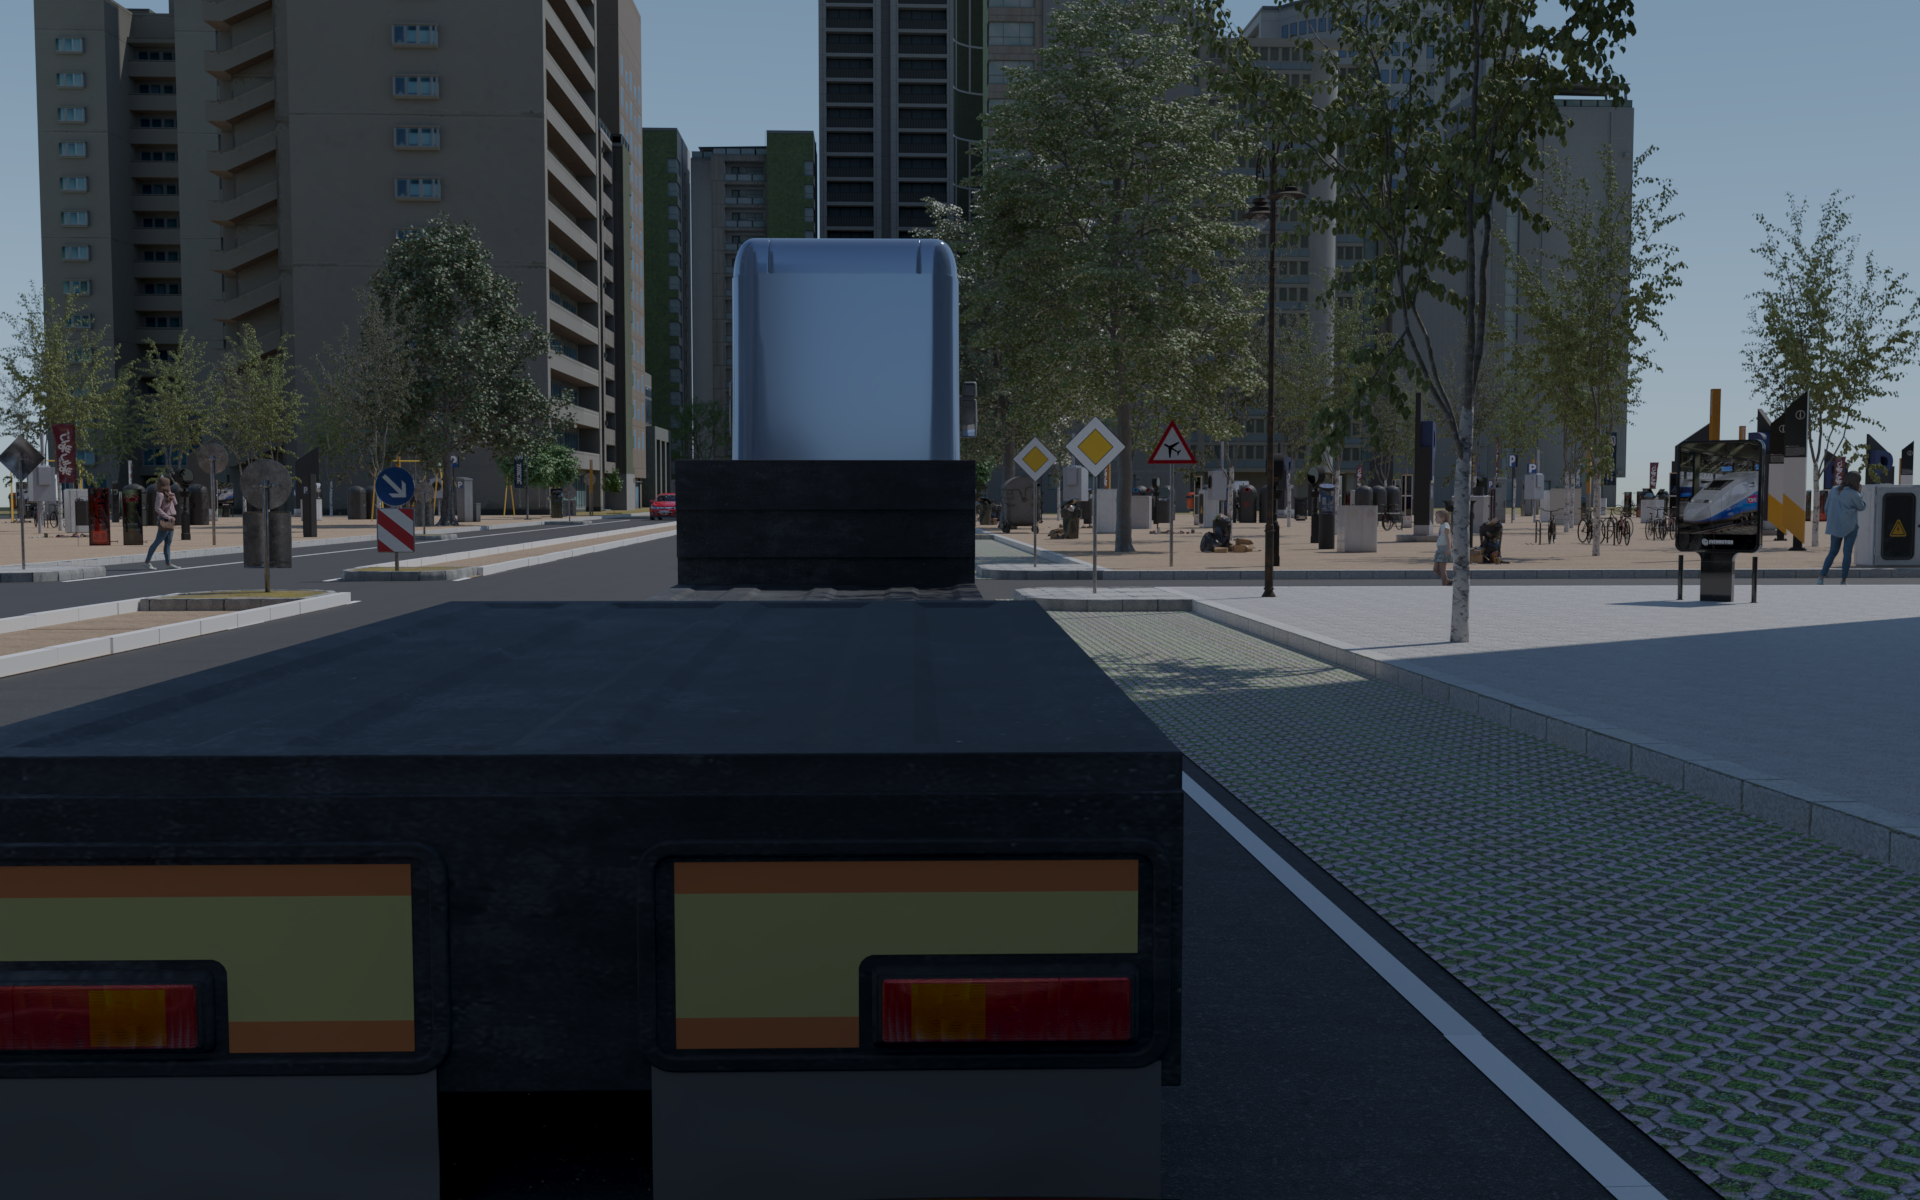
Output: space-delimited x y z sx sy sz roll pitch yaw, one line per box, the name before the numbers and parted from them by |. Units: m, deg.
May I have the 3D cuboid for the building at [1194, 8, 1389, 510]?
building | 16.011 -27.579 142.791 32.217 40.220 23.993 0 4 -3

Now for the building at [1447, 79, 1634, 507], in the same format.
building | 57.853 -30.035 174.660 14.086 41.232 14.154 0 4 -3

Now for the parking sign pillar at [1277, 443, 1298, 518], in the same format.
parking sign pillar | 17.261 -6.310 91.647 1.447 3.967 1.447 2 4 34

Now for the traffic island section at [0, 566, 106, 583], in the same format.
traffic island section | -15.933 -0.437 29.433 2.009 0.180 2.903 0 4 -3

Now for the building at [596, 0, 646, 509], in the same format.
building | -34.636 -30.357 146.455 14.600 45.320 14.200 0 4 -3

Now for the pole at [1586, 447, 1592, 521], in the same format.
pole | 26.472 -4.836 72.912 0.158 3.312 0.155 0 3 0

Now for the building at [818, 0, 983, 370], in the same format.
building | -5.741 -46.617 200.433 20.611 71.187 20.563 0 4 -3

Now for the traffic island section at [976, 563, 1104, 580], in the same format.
traffic island section | 1.334 -0.493 30.343 2.009 0.180 2.903 0 4 -3

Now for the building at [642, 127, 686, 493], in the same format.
building | -37.978 -31.351 196.188 14.086 41.232 14.154 0 4 -3

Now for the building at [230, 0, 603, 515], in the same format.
building | -36.104 -29.965 113.636 21.300 48.544 21.600 0 4 -3

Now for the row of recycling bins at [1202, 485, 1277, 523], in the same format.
row of recycling bins | 12.358 -4.289 77.235 3.534 1.692 1.069 0 4 8

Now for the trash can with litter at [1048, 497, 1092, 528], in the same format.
trash can with litter | 4.390 -3.313 65.224 2.233 1.210 1.678 2 4 35

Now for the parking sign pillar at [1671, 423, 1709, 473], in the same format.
parking sign pillar | 27.676 -4.719 65.630 1.447 3.967 1.447 0 4 -1

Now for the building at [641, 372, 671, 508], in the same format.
building | -44.389 -51.976 162.472 31.000 86.520 22.319 0 4 -3

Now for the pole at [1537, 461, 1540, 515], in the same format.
pole | 35.503 -6.891 106.507 0.158 3.312 0.155 0 3 0

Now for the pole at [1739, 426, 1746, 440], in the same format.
pole | 23.339 -3.542 51.754 0.158 3.312 0.155 0 3 0

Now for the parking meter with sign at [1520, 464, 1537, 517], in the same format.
parking meter with sign | 32.688 -6.327 99.705 0.543 3.016 1.738 0 4 3

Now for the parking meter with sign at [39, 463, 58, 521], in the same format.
parking meter with sign | -44.265 -5.370 84.062 1.738 3.016 0.543 2 4 32

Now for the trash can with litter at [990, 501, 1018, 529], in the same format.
trash can with litter | 1.713 -3.155 62.967 0.624 1.170 1.055 -2 4 -27

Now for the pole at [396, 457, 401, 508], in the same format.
pole | -27.076 -5.486 83.543 0.158 3.312 0.155 0 3 0

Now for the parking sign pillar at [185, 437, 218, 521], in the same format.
parking sign pillar | -35.942 -5.719 81.971 1.447 3.967 1.447 3 5 40

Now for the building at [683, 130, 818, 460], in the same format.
building | -23.246 -31.442 197.669 14.086 41.232 14.154 0 4 -3

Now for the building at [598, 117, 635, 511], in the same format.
building | -33.063 -22.079 132.695 14.160 30.474 14.107 0 4 -3

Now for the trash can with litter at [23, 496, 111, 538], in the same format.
trash can with litter | -26.394 -2.465 51.357 2.233 1.210 1.678 -2 4 -34

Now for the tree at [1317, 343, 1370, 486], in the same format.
tree | 12.959 -7.156 67.357 4.360 8.622 3.978 0 3 0

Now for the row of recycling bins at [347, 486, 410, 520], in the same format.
row of recycling bins | -29.477 -4.949 88.024 1.069 1.692 3.534 2 4 34

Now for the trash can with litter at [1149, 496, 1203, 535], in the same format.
trash can with litter | 6.987 -2.741 55.872 2.233 1.210 1.678 -1 4 -23

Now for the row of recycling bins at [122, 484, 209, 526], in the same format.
row of recycling bins | -32.176 -3.864 70.281 1.069 1.692 3.534 2 4 35

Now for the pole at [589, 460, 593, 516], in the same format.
pole | -21.861 -6.659 102.711 0.158 3.312 0.155 0 3 0

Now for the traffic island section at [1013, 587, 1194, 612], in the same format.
traffic island section | 1.758 -0.005 22.369 2.009 0.180 2.903 0 4 -3

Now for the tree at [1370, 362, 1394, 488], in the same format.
tree | 22.425 -8.611 91.148 4.360 8.622 3.978 0 3 0

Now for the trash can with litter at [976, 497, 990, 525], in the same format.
trash can with litter | 1.119 -3.684 71.613 0.624 1.170 1.055 2 4 34

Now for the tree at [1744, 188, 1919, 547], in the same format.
tree | 20.956 -5.596 41.851 4.737 8.622 4.395 0 3 0

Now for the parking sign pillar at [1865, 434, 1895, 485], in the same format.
parking sign pillar | 41.213 -5.451 77.602 1.447 3.967 1.447 -1 4 -20

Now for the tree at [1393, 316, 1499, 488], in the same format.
tree | 20.964 -7.389 71.168 4.360 8.622 3.978 0 3 0

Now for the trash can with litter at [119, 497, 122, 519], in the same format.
trash can with litter | -42.770 -4.655 87.162 1.678 1.210 2.233 0 4 4

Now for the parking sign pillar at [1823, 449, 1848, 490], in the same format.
parking sign pillar | 51.781 -6.968 102.396 1.447 3.967 1.447 1 4 22

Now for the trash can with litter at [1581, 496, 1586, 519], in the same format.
trash can with litter | 31.847 -4.704 88.290 0.624 1.170 1.055 0 4 5

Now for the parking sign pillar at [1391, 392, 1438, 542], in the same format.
parking sign pillar | 12.482 -3.551 46.531 1.447 3.967 1.447 1 4 20

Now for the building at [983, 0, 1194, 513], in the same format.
building | 8.518 -26.895 123.333 14.154 41.232 14.086 0 4 -3

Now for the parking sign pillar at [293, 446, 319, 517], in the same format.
parking sign pillar | -36.442 -6.611 96.557 1.447 3.967 1.447 -3 4 -37

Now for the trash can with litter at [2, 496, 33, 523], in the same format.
trash can with litter | -41.748 -4.013 76.663 1.678 1.210 2.233 -1 4 -14

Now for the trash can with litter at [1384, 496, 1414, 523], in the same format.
trash can with litter | 19.821 -4.085 77.844 2.233 1.210 1.678 1 4 22

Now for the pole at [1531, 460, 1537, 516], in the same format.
pole | 33.779 -6.630 102.246 0.158 3.312 0.155 0 3 0

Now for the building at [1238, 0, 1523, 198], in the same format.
building | 47.944 -40.464 203.584 28.212 58.520 21.231 0 4 -3

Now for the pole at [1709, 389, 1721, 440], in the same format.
pole | 14.612 -2.431 33.584 0.158 3.312 0.155 0 3 0

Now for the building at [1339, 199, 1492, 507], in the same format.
building | 43.803 -24.560 173.251 14.107 30.474 14.160 0 4 -3

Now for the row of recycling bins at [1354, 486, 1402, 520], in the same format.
row of recycling bins | 20.769 -4.750 84.776 3.534 1.692 1.069 -2 4 -33

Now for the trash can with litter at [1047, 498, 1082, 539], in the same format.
trash can with litter | 2.951 -2.327 49.426 1.055 1.170 0.624 3 5 41

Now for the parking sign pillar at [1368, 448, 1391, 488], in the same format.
parking sign pillar | 23.244 -6.561 95.740 1.447 3.967 1.447 0 4 -5

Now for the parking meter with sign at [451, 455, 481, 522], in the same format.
parking meter with sign | -22.471 -5.040 78.659 0.543 3.016 1.738 1 4 20

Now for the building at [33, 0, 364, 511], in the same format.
building | -71.042 -33.013 163.461 21.600 48.544 21.300 0 4 -3

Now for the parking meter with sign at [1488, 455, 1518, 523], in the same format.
parking meter with sign | 23.624 -4.893 76.254 1.738 3.016 0.543 -1 4 -18

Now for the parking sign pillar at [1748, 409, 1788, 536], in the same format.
parking sign pillar | 25.060 -4.008 54.006 1.447 3.967 1.447 0 4 -1

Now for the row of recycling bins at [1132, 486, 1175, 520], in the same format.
row of recycling bins | 9.159 -4.780 85.264 1.069 1.692 3.534 -3 5 -44
